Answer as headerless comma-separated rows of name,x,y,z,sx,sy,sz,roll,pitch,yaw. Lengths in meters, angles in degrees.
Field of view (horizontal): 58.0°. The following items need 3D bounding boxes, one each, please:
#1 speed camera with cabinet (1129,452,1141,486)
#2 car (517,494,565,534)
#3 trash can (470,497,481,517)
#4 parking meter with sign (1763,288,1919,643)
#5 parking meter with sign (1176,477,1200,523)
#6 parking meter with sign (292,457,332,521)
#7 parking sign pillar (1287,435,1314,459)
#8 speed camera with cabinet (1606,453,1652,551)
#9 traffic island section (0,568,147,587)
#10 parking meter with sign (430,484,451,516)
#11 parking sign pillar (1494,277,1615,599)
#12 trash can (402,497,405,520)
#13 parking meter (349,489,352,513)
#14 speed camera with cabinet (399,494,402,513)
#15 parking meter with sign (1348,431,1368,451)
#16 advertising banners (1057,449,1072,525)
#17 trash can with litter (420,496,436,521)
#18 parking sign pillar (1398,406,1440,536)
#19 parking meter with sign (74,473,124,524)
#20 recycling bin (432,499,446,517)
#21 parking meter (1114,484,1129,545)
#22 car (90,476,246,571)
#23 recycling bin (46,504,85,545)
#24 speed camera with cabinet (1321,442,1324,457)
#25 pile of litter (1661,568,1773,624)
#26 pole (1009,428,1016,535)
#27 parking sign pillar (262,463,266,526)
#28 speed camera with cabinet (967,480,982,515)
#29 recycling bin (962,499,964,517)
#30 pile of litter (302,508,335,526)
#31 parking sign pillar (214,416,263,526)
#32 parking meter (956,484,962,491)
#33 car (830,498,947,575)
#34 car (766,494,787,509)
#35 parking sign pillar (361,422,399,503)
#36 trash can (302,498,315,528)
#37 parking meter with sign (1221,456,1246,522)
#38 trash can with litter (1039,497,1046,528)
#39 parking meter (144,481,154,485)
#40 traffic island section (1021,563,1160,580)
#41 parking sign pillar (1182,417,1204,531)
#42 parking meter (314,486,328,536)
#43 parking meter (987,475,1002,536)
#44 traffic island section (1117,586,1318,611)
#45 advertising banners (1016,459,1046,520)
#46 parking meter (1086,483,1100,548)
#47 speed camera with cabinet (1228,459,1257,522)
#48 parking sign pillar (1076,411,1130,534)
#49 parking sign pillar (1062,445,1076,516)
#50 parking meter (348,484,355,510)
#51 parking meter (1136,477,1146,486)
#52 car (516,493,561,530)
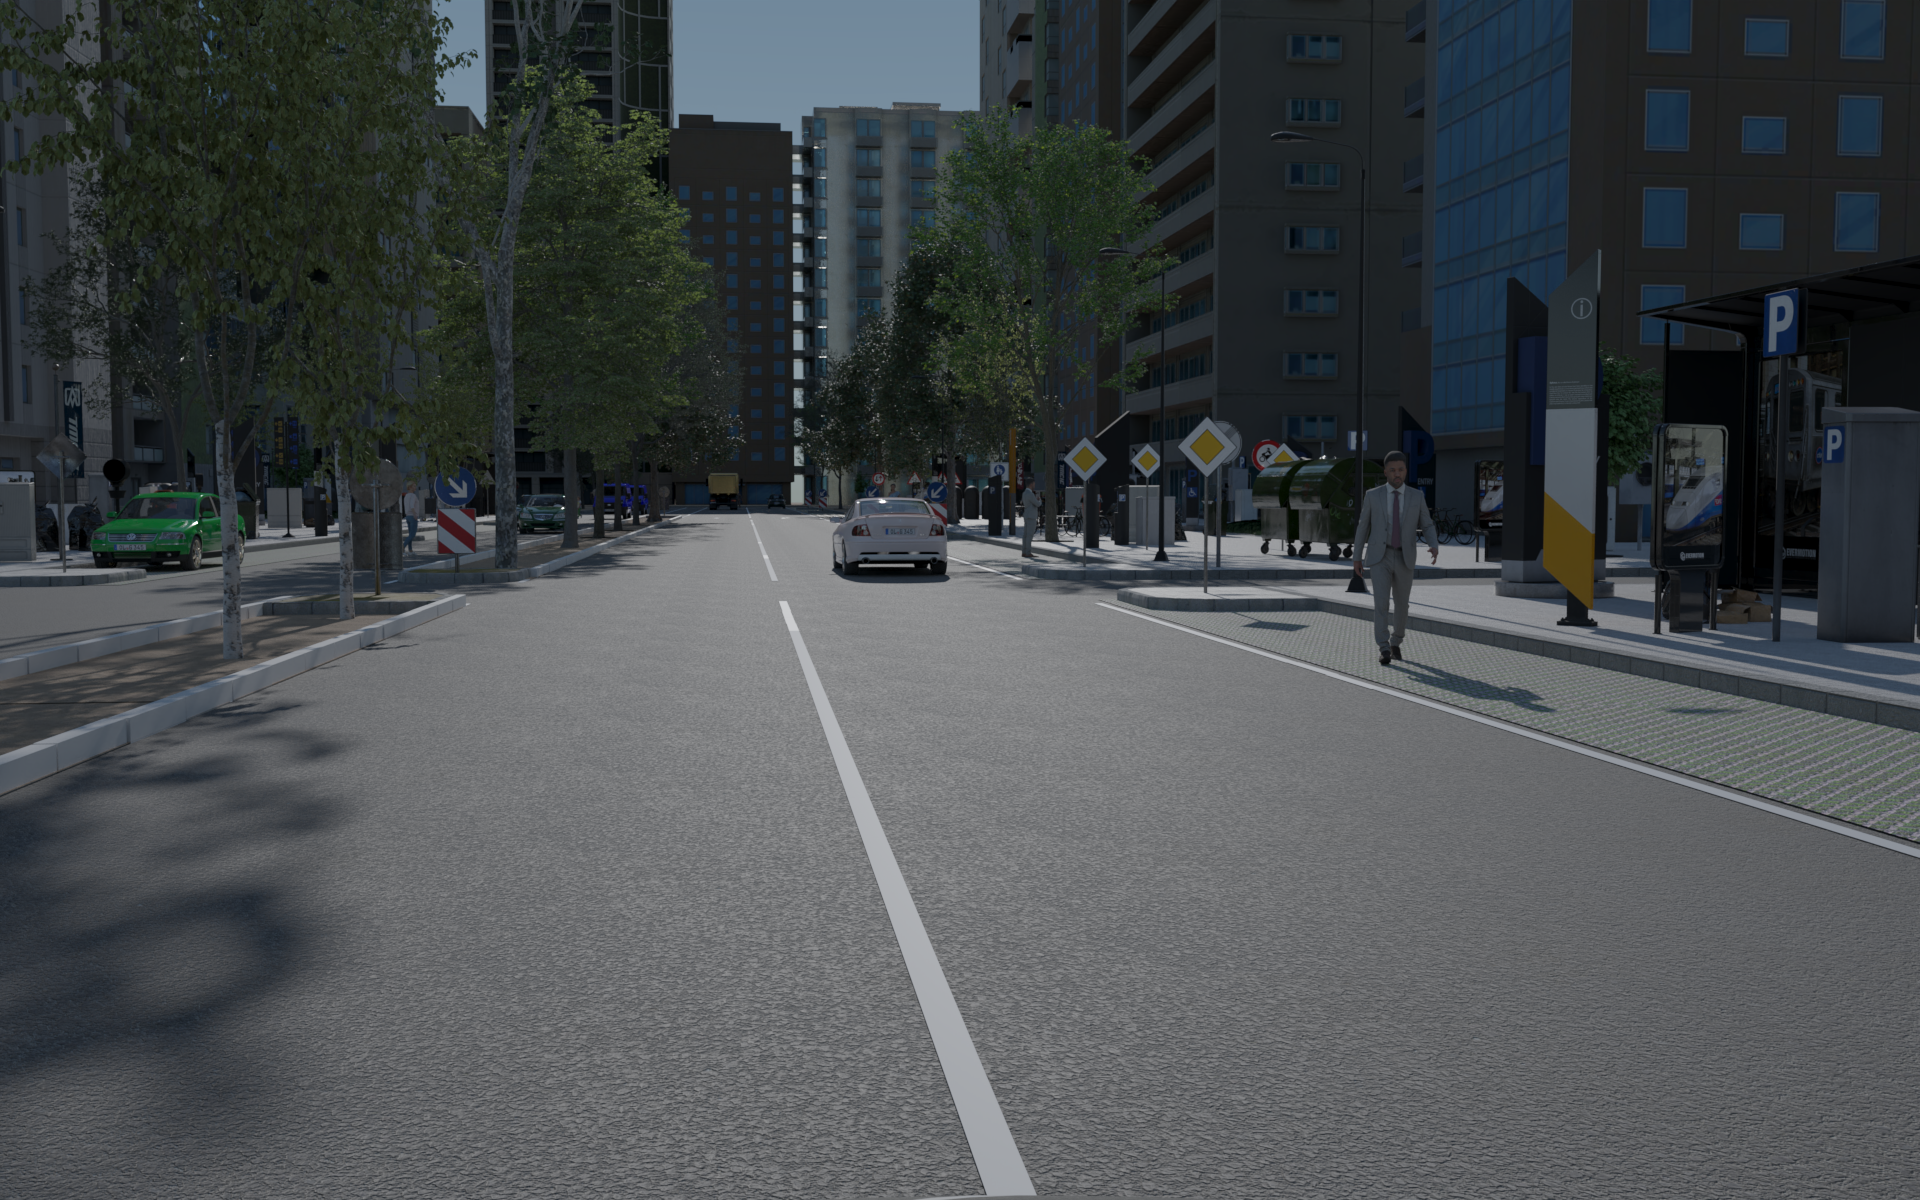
speed camera with cabinet,7.384,-5.290,80.829,2.038,3.252,0.660,2,4,26
car,-15.237,-3.200,64.112,2.131,1.459,4.920,-1,4,-9
trash can,-26.788,-5.142,95.722,0.748,1.137,0.748,0,3,0
parking meter with sign,7.920,-1.147,15.015,1.738,3.016,0.543,0,4,-3
parking meter with sign,10.247,-4.944,77.101,1.738,3.016,0.543,-1,4,-20
parking meter with sign,-30.806,-5.271,82.435,0.543,3.016,1.738,3,5,40
parking sign pillar,15.312,-5.494,78.296,1.447,3.967,1.447,3,5,41
speed camera with cabinet,14.644,-2.726,38.909,2.038,3.252,0.660,-1,4,-11
traffic island section,-14.653,-0.368,28.304,2.009,0.180,2.903,0,4,-7
parking meter with sign,-30.650,-6.432,101.419,1.738,3.016,0.543,-3,5,-40
parking sign pillar,7.488,-2.035,21.738,1.447,3.967,1.447,-1,4,-21
trash can,-28.235,-4.610,87.026,0.748,1.137,0.748,0,3,0
parking meter,-28.373,-4.392,80.220,0.372,1.533,0.369,0,3,0
speed camera with cabinet,-27.545,-5.411,82.810,0.660,3.252,2.038,1,4,17
parking meter with sign,11.295,-3.190,48.412,0.543,3.016,1.738,2,4,26
advertising banners,4.088,-4.338,67.107,0.090,3.025,2.074,1,4,20
trash can with litter,-24.692,-4.341,82.036,2.233,1.210,1.678,-1,4,-9
parking sign pillar,14.060,-3.965,53.307,1.447,3.967,1.447,-2,4,-34
parking meter with sign,-30.763,-4.019,61.978,1.738,3.016,0.543,-1,4,-11
recycling bin,-29.402,-5.205,97.655,0.722,1.027,0.722,-1,4,-12
parking meter,4.069,-2.150,43.559,0.372,1.533,0.369,0,3,0
car,-15.228,-1.509,33.465,1.959,1.807,4.718,0,4,-7
recycling bin,-22.782,-1.938,44.246,0.722,1.027,0.722,1,4,14
speed camera with cabinet,14.384,-4.405,66.365,2.038,3.252,0.660,-1,4,-19
pile of litter,7.852,-0.235,17.804,1.719,0.858,1.176,-3,4,-39
pole,1.632,-3.674,53.913,0.158,3.312,0.155,0,3,0
parking sign pillar,-28.979,-5.002,70.261,1.447,3.967,1.447,-2,4,-35
speed camera with cabinet,0.789,-6.831,106.025,2.038,3.252,0.660,-1,4,-18
recycling bin,-0.261,-5.230,98.065,0.722,1.027,0.722,3,5,41
pile of litter,-26.006,-3.424,69.947,1.176,0.858,1.719,3,5,41
parking sign pillar,-25.046,-4.367,59.865,1.447,3.967,1.447,-1,4,-20
parking meter,-0.135,-5.523,96.018,0.399,1.863,0.255,-2,4,-31
car,-1.341,-1.208,32.114,2.083,1.381,4.827,0,4,-8
car,-17.994,-9.792,169.882,2.009,1.686,4.222,0,4,-7
parking sign pillar,-21.680,-4.662,64.694,1.447,3.967,1.447,0,4,-7
trash can,-24.898,-3.356,66.518,0.748,1.137,0.748,0,3,0
parking meter with sign,12.239,-5.095,79.562,1.738,3.016,0.543,-1,4,-18
trash can with litter,3.171,-3.276,64.945,0.624,1.170,1.055,0,4,5
parking meter,-37.474,-4.550,80.096,0.399,1.863,0.255,1,4,19
traffic island section,2.205,-0.498,30.421,2.009,0.180,2.903,0,4,-7
parking sign pillar,8.114,-4.396,60.349,1.447,3.967,1.447,1,4,9
parking meter,-19.414,-2.703,52.609,0.372,1.533,0.369,0,3,0
parking meter,1.065,-2.902,53.161,0.399,1.863,0.255,3,5,41
traffic island section,3.206,-0.013,22.498,2.009,0.180,2.903,0,4,-7
advertising banners,3.569,-5.478,85.755,2.074,3.025,0.090,-2,4,-33
parking meter,3.130,-2.004,41.179,0.372,1.533,0.369,0,3,0
speed camera with cabinet,9.770,-4.003,59.780,0.660,3.252,2.038,0,4,-4
parking sign pillar,4.844,-4.134,56.060,1.447,3.967,1.447,-2,4,-31
parking sign pillar,6.310,-6.491,94.603,1.447,3.967,1.447,1,4,23
parking meter,-35.182,-5.777,100.168,0.255,1.863,0.399,1,4,10
parking meter,6.171,-3.239,58.676,0.399,1.863,0.255,0,4,6
car,-16.987,-3.649,69.448,2.009,1.686,4.222,-1,4,-8
